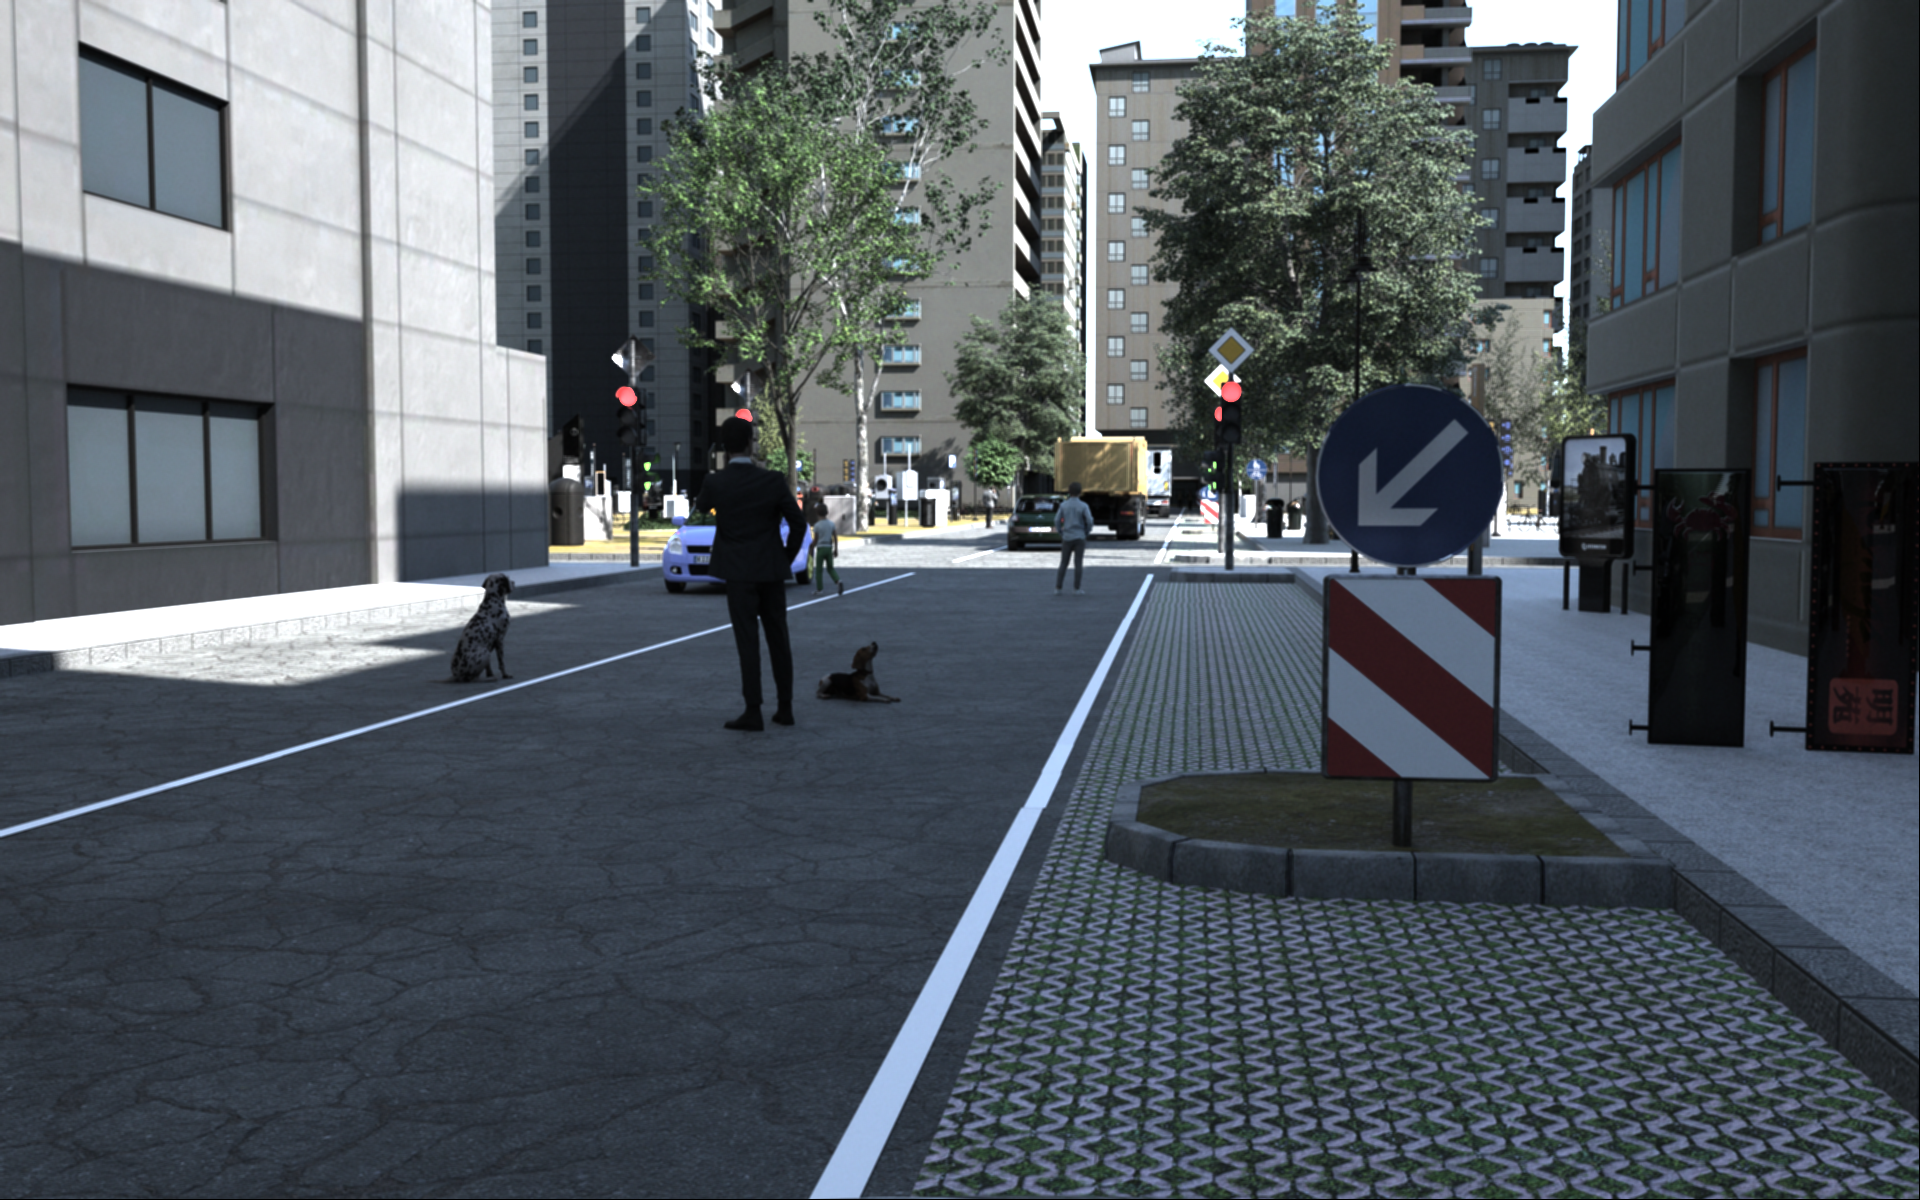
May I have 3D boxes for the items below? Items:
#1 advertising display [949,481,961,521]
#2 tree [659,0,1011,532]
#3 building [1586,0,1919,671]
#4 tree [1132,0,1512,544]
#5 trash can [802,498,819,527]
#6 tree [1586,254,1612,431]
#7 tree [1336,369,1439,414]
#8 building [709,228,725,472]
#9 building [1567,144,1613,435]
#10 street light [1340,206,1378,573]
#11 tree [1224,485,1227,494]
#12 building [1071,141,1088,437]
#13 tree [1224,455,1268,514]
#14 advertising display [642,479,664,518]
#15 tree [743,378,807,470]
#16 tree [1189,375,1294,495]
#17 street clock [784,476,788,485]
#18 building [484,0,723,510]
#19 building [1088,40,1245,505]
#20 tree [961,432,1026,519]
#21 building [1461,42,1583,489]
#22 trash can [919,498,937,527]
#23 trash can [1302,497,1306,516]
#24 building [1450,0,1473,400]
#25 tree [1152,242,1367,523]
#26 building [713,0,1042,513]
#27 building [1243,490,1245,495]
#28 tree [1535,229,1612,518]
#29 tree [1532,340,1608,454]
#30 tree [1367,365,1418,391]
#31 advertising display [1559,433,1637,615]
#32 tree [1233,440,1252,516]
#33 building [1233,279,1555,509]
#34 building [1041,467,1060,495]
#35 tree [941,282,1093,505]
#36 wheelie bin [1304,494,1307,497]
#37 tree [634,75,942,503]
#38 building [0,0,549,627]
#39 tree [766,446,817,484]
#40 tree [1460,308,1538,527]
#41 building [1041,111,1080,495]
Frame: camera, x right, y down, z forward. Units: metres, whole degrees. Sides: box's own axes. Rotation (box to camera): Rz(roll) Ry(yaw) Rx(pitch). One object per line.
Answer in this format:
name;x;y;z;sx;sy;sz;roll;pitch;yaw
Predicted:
advertising display;-0.227;-4.787;83.482;0.123;1.923;0.974;-2;4;-29
tree;-4.431;-12.338;57.609;12.611;20.169;13.585;0;3;0
building;19.487;-9.763;4.661;27.650;21.520;28.899;0;4;8
tree;9.284;-8.422;44.354;9.857;13.997;8.962;0;3;0
trash can;-5.845;-3.426;67.666;0.748;1.137;0.748;0;3;0
tree;28.928;-9.254;69.432;7.486;12.596;7.792;0;3;0
tree;23.465;-8.677;92.237;4.737;8.622;4.395;0;3;0
building;-18.128;-25.264;184.771;14.107;30.474;14.160;0;4;8
building;77.191;-31.292;195.213;14.086;41.232;14.154;0;4;8
street light;6.456;-3.386;28.152;0.468;5.910;1.993;0;4;8
tree;20.612;-8.598;135.177;1.663;3.219;1.824;0;3;0
building;7.738;-31.872;204.703;14.086;41.232;14.154;0;4;8
tree;18.230;-7.840;111.895;4.285;4.588;4.351;0;3;0
advertising display;-12.888;-4.130;72.739;0.974;1.923;0.123;1;4;18
tree;-12.127;-9.829;111.070;4.737;8.622;4.395;0;3;0
tree;16.172;-10.402;95.827;9.928;11.665;9.643;0;3;0
street clock;-6.951;-3.931;68.843;0.358;2.002;0.471;1;4;14
building;-35.745;-45.535;182.747;20.611;71.187;20.563;0;4;8
building;30.001;-37.928;209.360;27.495;52.752;28.713;0;4;8
tree;1.730;-6.571;91.152;4.285;4.588;4.351;0;3;0
building;57.551;-37.652;204.843;27.495;52.752;28.713;0;4;8
trash can;-1.219;-3.370;66.751;0.748;1.137;0.748;0;3;0
trash can;20.598;-5.572;102.749;0.748;1.137;0.748;0;3;0
building;26.719;-28.699;119.340;14.600;45.320;14.200;0;4;8
tree;13.214;-9.724;76.002;9.611;12.733;9.660;0;3;0
building;-5.647;-30.650;124.835;21.300;48.544;21.600;0;4;8
building;31.319;-23.041;148.417;14.160;30.474;14.107;0;4;8
tree;17.979;-5.880;46.508;4.360;8.622;3.978;0;3;0
tree;29.075;-8.089;82.612;4.737;8.622;4.395;0;3;0
tree;6.496;-1.916;25.926;1.663;3.219;1.824;0;3;0
advertising display;6.908;-0.831;18.806;0.123;1.923;0.974;-2;4;-24
tree;16.503;-9.337;103.018;4.360;8.622;3.978;0;3;0
building;40.574;-19.821;169.111;27.650;21.520;28.899;0;4;8
building;-2.039;-43.246;145.329;20.563;71.187;20.611;0;4;8
tree;3.619;-12.197;106.076;9.857;13.997;8.962;0;3;0
wheelie bin;20.202;-5.589;99.290;0.980;1.594;0.693;1;4;12
tree;-4.504;-7.268;44.589;9.928;11.665;9.643;0;3;0
building;-18.899;-35.581;20.006;20.611;71.187;20.563;0;4;8
tree;-10.379;-7.451;105.538;4.285;4.588;4.351;0;3;0
tree;21.591;-7.196;68.020;4.360;8.622;3.978;0;3;0
building;-0.359;-29.464;173.615;23.993;40.220;32.217;0;4;8
